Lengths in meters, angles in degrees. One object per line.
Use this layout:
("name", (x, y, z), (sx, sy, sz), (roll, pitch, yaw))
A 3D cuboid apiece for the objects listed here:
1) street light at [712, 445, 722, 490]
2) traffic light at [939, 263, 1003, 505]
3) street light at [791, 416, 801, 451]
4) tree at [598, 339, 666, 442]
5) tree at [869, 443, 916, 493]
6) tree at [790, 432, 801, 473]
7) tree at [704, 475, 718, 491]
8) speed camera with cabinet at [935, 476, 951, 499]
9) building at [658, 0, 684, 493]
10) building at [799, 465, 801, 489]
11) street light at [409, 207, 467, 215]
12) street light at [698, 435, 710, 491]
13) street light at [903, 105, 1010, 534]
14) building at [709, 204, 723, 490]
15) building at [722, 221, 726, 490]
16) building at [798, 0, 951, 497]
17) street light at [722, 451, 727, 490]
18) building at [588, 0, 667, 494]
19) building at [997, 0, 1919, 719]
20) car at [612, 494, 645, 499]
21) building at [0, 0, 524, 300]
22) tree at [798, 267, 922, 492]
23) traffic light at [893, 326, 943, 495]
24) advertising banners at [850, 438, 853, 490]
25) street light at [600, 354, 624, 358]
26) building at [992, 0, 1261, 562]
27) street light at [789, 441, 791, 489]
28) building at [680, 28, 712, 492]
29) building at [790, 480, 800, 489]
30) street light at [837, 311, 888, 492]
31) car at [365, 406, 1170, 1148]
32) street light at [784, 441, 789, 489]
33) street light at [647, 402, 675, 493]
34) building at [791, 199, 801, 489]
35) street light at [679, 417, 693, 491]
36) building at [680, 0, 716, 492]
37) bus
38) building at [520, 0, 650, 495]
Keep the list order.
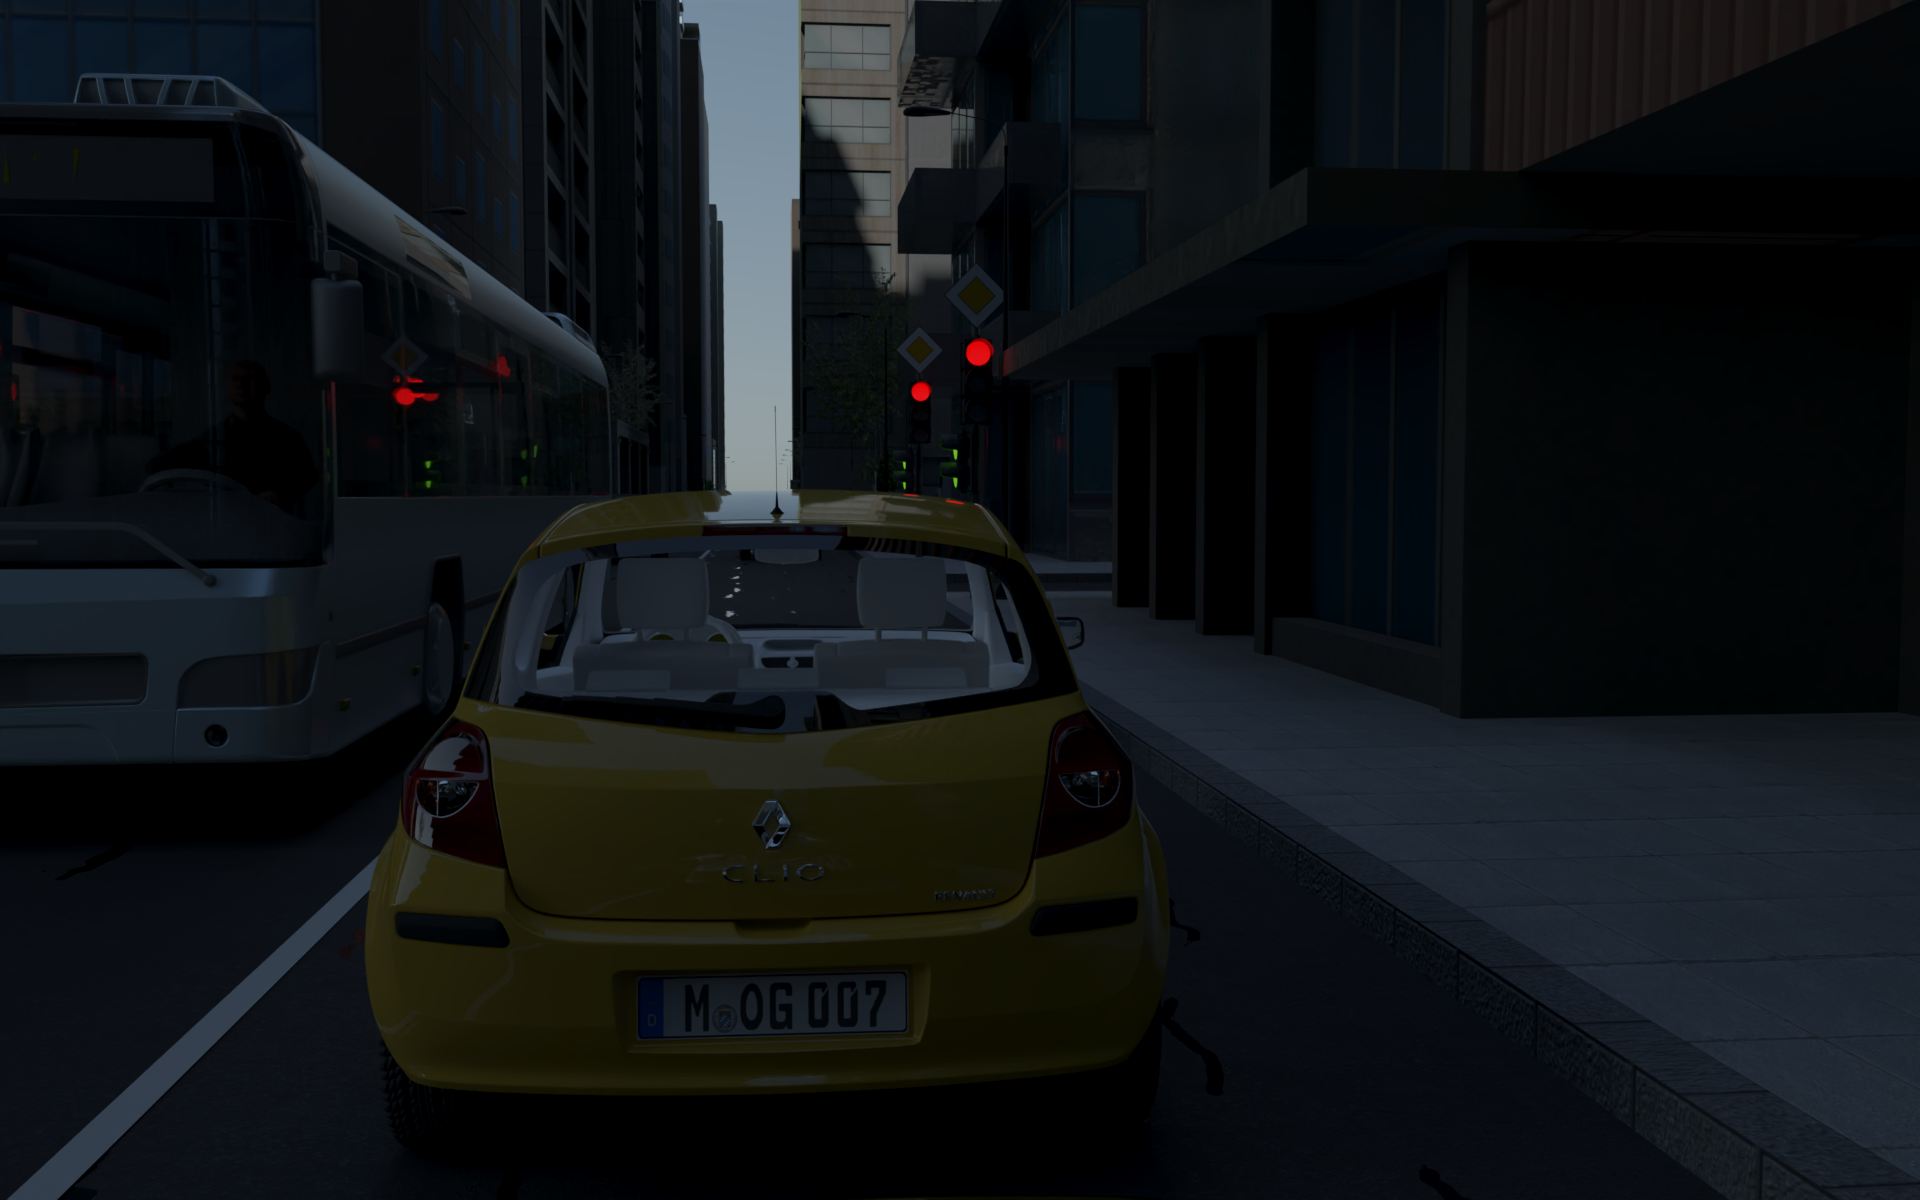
("street light", (-23.640, -11.741, 164.512), (1.470, 5.913, 1.316), (0, 4, -6))
("traffic light", (0.176, -1.974, 21.201), (0.839, 4.253, 0.868), (0, 4, -6))
("street light", (-9.169, -8.003, 103.398), (1.470, 5.913, 1.316), (0, 4, -6))
("tree", (-15.881, -8.009, 81.308), (4.360, 8.622, 3.978), (0, 3, 0))
("tree", (-2.550, -3.950, 59.185), (1.663, 3.219, 1.824), (0, 3, 0))
("tree", (-16.956, -14.881, 193.663), (4.360, 8.622, 3.978), (0, 3, 0))
("tree", (-25.887, -11.313, 179.568), (1.663, 3.219, 1.824), (0, 3, 0))
("speed camera with cabinet", (-0.418, -3.789, 56.280), (0.660, 3.252, 2.038), (0, 4, -7))
("building", (-29.816, -35.030, 114.742), (21.231, 58.520, 28.212), (0, 4, -6))
("building", (-2.601, -42.852, 138.875), (20.563, 71.187, 20.611), (0, 4, -6))
("street light", (-8.676, -3.400, 28.135), (1.470, 5.913, 1.316), (0, 4, -6))
("street light", (-20.486, -9.941, 135.069), (1.470, 5.913, 1.316), (0, 4, -6))
("street light", (0.016, -2.960, 20.931), (1.470, 5.913, 1.316), (0, 4, -6))
("building", (-40.269, -33.827, 236.662), (14.154, 41.232, 14.086), (0, 4, -6))
("building", (-41.391, -34.711, 251.114), (14.154, 41.232, 14.086), (0, 4, -6))
("building", (0.723, -23.472, 67.369), (14.154, 41.232, 14.086), (0, 4, -6))
("street light", (-26.205, -13.109, 186.875), (1.470, 5.913, 1.316), (0, 4, -6))
("building", (-23.385, -19.637, 92.769), (14.160, 30.474, 14.107), (0, 4, -6))
("building", (12.682, -21.560, 7.132), (22.147, 44.769, 28.867), (0, 4, -6))
("car", (-7.267, -1.565, 37.389), (2.131, 1.459, 4.920), (0, 4, -7))
("building", (-18.125, -23.793, 39.124), (14.600, 45.320, 14.200), (0, 4, -6))
("tree", (-2.992, -6.428, 55.467), (4.737, 8.622, 4.395), (0, 3, 0))
("traffic light", (-0.701, -2.460, 29.138), (0.839, 4.253, 0.868), (0, 4, -6))
("advertising banners", (-3.293, -3.437, 52.379), (0.090, 3.025, 2.074), (0, 4, -4))
("street light", (-11.865, -5.207, 57.668), (1.470, 5.913, 1.316), (0, 4, -6))
("building", (13.664, -25.837, 42.042), (30.456, 49.044, 23.786), (0, 4, -6))
("street light", (-11.042, -9.095, 121.243), (1.470, 5.913, 1.316), (0, 4, -6))
("building", (-31.867, -31.667, 167.864), (14.600, 45.320, 14.200), (0, 4, -6))
("building", (-6.991, -33.389, 237.792), (32.217, 40.220, 23.993), (0, 4, -6))
("street light", (-2.429, -4.382, 44.183), (1.470, 5.913, 1.316), (0, 4, -6))
("car", (-0.530, 0.302, 5.282), (2.015, 1.641, 3.980), (0, 4, -5))
("street light", (-14.284, -10.889, 150.582), (1.470, 5.913, 1.316), (0, 4, -6))
("street light", (-15.127, -7.000, 86.994), (1.470, 5.913, 1.316), (0, 4, -6))
("building", (-17.882, -37.045, 255.800), (14.600, 45.320, 14.200), (0, 4, -6))
("street light", (-16.993, -8.078, 104.614), (1.470, 5.913, 1.316), (0, 4, -6))
("building", (-41.368, -55.037, 212.521), (22.319, 86.520, 31.000), (0, 4, -6))
("bus", (-4.447, -1.072, 12.388), (2.948, 3.499, 13.247), (0, 4, -6))
("building", (-22.398, -38.234, 63.376), (20.563, 71.187, 20.611), (0, 4, -6))
